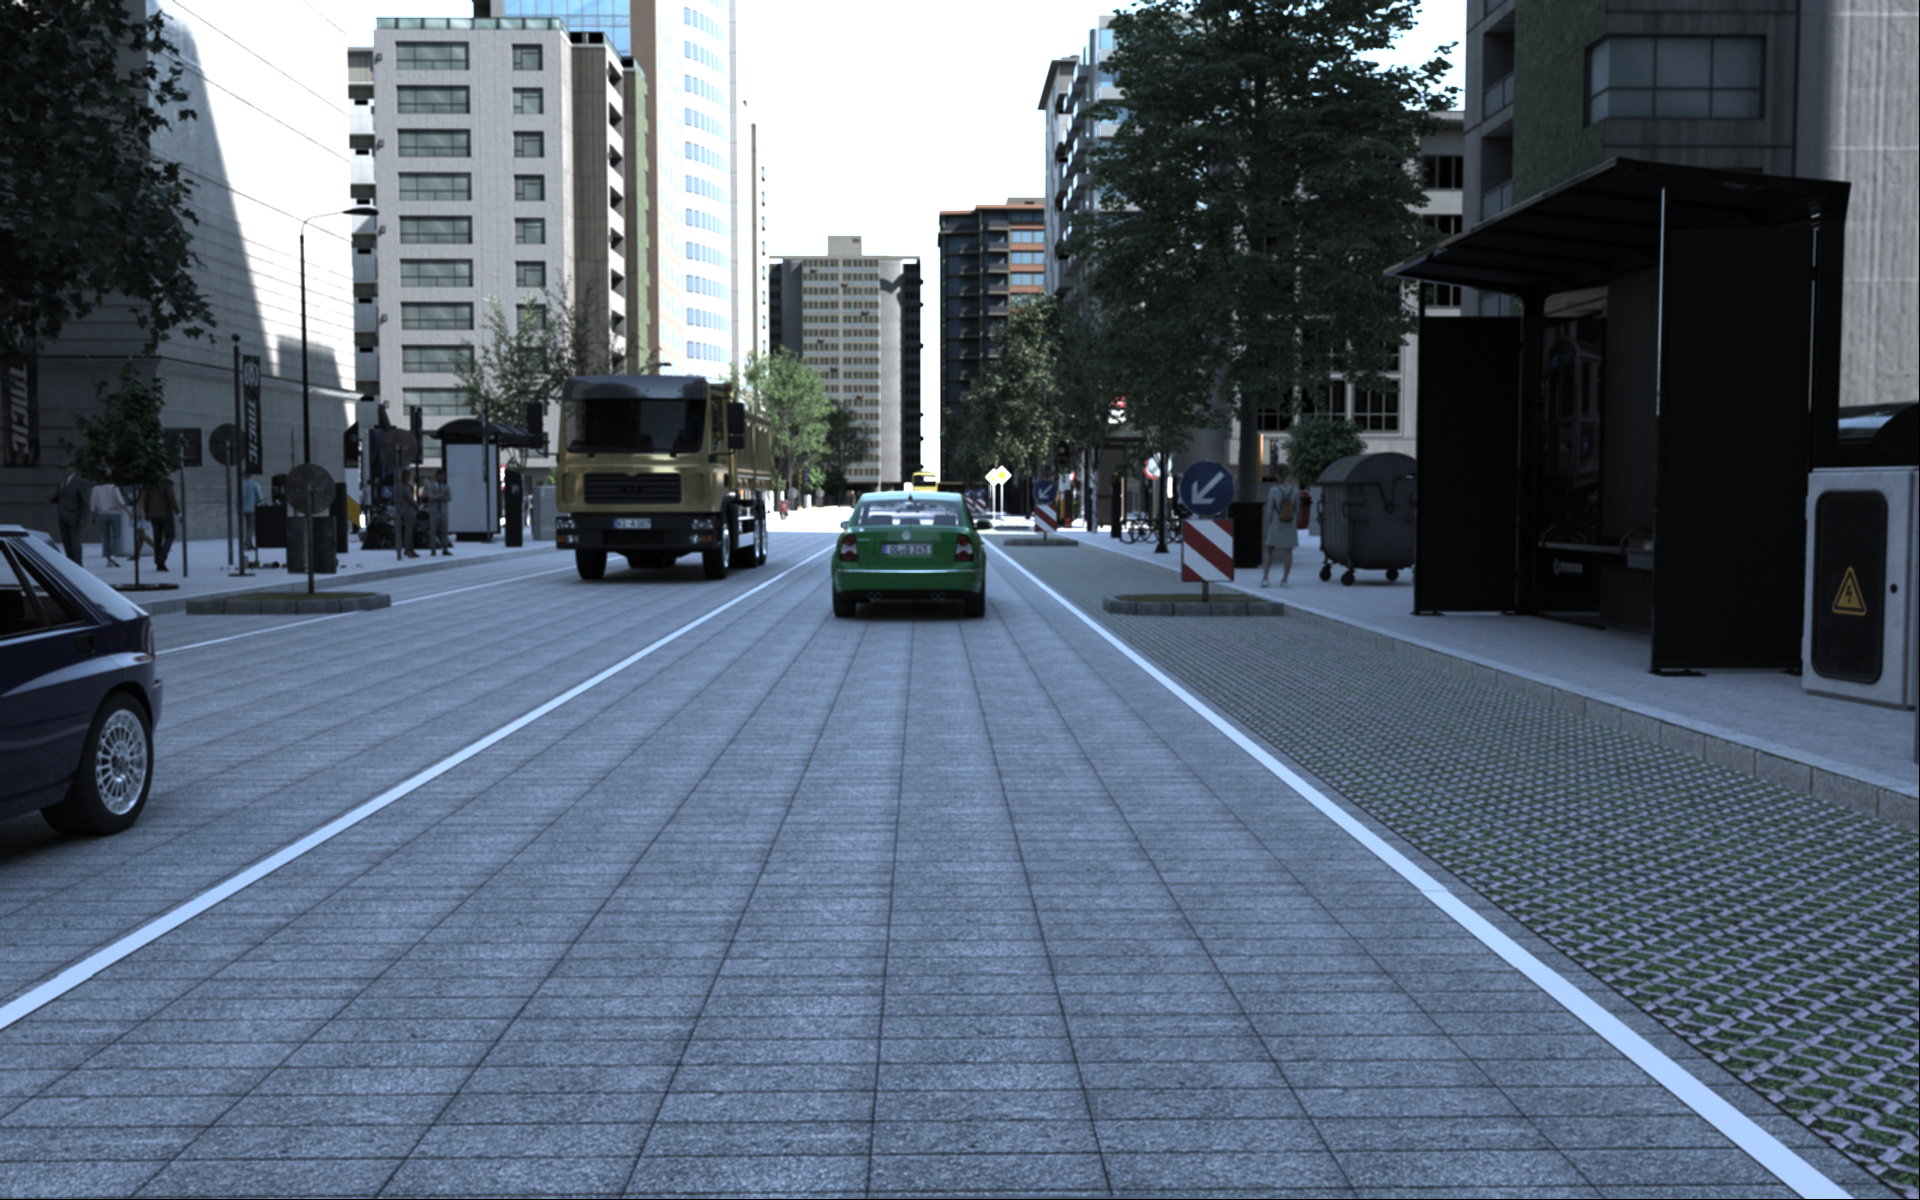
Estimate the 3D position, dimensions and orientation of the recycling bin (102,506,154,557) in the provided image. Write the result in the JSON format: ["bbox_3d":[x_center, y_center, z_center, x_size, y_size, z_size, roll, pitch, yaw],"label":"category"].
[{"bbox_3d":[-17.144,-1.414,35.668,0.722,1.027,0.722,2,4,29],"label":"recycling bin"}]

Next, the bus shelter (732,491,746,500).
[{"bbox_3d":[-12.947,-6.579,98.853,1.731,3.624,6.357,0,4,-1],"label":"bus shelter"}]

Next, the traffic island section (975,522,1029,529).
[{"bbox_3d":[1.755,-2.984,71.076,2.009,0.180,2.903,0,4,-1],"label":"traffic island section"}]

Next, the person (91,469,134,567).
[{"bbox_3d":[-14.923,-1.455,30.508,0.731,1.740,0.598,-1,4,-21],"label":"person"}]

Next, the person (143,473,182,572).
[{"bbox_3d":[-13.256,-1.398,28.813,0.656,1.842,0.836,-1,4,-16],"label":"person"}]

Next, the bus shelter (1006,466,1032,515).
[{"bbox_3d":[3.515,-7.117,107.651,1.731,3.624,6.357,0,4,-1],"label":"bus shelter"}]

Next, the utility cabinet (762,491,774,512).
[{"bbox_3d":[-13.864,-7.088,124.567,0.318,1.500,1.173,1,4,19],"label":"utility cabinet"}]

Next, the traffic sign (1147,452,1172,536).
[{"bbox_3d":[6.059,-3.214,52.652,0.768,2.556,0.104,0,4,2],"label":"traffic sign"}]

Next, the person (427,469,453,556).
[{"bbox_3d":[-10.843,-1.829,36.133,0.466,1.800,0.511,3,5,43],"label":"person"}]

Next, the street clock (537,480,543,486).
[{"bbox_3d":[-21.990,-5.266,90.664,0.358,2.002,0.471,0,4,-2],"label":"street clock"}]

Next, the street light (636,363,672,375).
[{"bbox_3d":[-10.875,-5.431,61.332,1.470,5.913,1.316,0,4,-1],"label":"street light"}]

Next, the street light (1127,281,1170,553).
[{"bbox_3d":[3.862,-3.981,37.637,1.470,5.913,1.316,0,4,-1],"label":"street light"}]

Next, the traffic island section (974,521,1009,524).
[{"bbox_3d":[1.593,-3.473,79.059,2.009,0.180,2.903,0,4,-1],"label":"traffic island section"}]

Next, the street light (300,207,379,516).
[{"bbox_3d":[-10.119,-3.405,28.209,1.470,5.913,1.316,0,4,-1],"label":"street light"}]

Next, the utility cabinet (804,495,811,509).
[{"bbox_3d":[-13.386,-8.568,151.245,0.306,1.237,1.020,-2,4,-33],"label":"utility cabinet"}]

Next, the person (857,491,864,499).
[{"bbox_3d":[-10.518,-11.000,188.493,1.348,1.807,0.705,0,4,7],"label":"person"}]

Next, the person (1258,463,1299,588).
[{"bbox_3d":[4.416,-1.022,23.751,0.512,1.701,0.522,-1,4,-12],"label":"person"}]

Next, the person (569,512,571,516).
[{"bbox_3d":[-15.476,-3.596,69.102,0.475,1.303,0.640,3,4,36],"label":"person"}]

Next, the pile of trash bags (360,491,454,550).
[{"bbox_3d":[-13.079,-1.944,41.532,1.912,1.369,3.447,0,4,-3],"label":"pile of trash bags"}]

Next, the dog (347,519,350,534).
[{"bbox_3d":[-20.037,-2.411,56.243,0.540,0.507,0.406,0,4,0],"label":"dog"}]

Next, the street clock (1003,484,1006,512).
[{"bbox_3d":[3.211,-7.164,121.699,0.358,2.002,0.471,0,4,2],"label":"street clock"}]

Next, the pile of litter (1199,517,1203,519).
[{"bbox_3d":[9.411,-3.195,66.208,1.176,0.858,1.719,-2,4,-29],"label":"pile of litter"}]

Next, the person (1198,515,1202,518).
[{"bbox_3d":[9.594,-3.816,68.457,0.620,1.820,0.660,-1,4,-11],"label":"person"}]

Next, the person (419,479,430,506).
[{"bbox_3d":[-19.250,-3.458,62.465,0.514,1.842,0.818,-2,4,-29],"label":"person"}]

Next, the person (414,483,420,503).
[{"bbox_3d":[-26.857,-4.867,85.531,0.656,1.842,0.836,-1,4,-20],"label":"person"}]

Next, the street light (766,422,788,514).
[{"bbox_3d":[-11.846,-8.534,112.071,1.470,5.913,1.316,0,4,-1],"label":"street light"}]

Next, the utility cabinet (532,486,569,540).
[{"bbox_3d":[-11.383,-2.420,48.252,0.318,1.500,1.173,2,4,28],"label":"utility cabinet"}]

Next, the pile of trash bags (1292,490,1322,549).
[{"bbox_3d":[8.822,-1.829,39.652,1.912,1.369,3.447,-3,4,-38],"label":"pile of trash bags"}]

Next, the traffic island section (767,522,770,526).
[{"bbox_3d":[-9.747,-3.459,78.834,2.009,0.180,2.903,0,4,-1],"label":"traffic island section"}]

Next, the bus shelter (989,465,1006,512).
[{"bbox_3d":[3.065,-9.177,127.675,2.179,5.291,8.768,0,4,-1],"label":"bus shelter"}]

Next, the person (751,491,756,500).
[{"bbox_3d":[-17.191,-8.358,142.801,0.694,1.812,0.767,-1,4,-8],"label":"person"}]

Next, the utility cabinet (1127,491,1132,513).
[{"bbox_3d":[11.177,-6.636,117.169,0.318,1.500,1.173,3,5,44],"label":"utility cabinet"}]

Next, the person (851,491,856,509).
[{"bbox_3d":[-10.265,-9.628,166.462,0.434,1.755,0.990,-2,4,-26],"label":"person"}]

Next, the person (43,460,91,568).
[{"bbox_3d":[-13.728,-1.248,26.629,0.661,1.801,0.590,1,4,17],"label":"person"}]

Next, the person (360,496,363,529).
[{"bbox_3d":[-21.869,-3.457,62.905,0.374,1.781,0.599,-2,4,-26],"label":"person"}]

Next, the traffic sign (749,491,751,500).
[{"bbox_3d":[-13.805,-6.959,113.877,0.768,2.556,0.104,0,4,-1],"label":"traffic sign"}]

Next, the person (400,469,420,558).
[{"bbox_3d":[-11.054,-1.751,34.953,0.520,1.790,0.573,3,5,39],"label":"person"}]

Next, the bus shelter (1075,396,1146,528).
[{"bbox_3d":[5.711,-5.512,67.754,2.179,5.291,8.768,0,4,-1],"label":"bus shelter"}]

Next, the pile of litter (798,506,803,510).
[{"bbox_3d":[-13.405,-7.819,141.811,1.176,0.858,1.719,1,4,14],"label":"pile of litter"}]

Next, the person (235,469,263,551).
[{"bbox_3d":[-16.126,-2.035,39.178,0.638,1.841,0.748,1,4,14],"label":"person"}]

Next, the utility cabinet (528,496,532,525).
[{"bbox_3d":[-17.316,-3.674,71.232,0.306,1.237,1.020,2,4,26],"label":"utility cabinet"}]

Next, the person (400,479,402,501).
[{"bbox_3d":[-19.163,-3.264,59.499,0.616,1.811,0.778,2,4,28],"label":"person"}]

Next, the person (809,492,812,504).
[{"bbox_3d":[-20.218,-13.756,234.334,0.530,1.710,0.541,-1,4,-19],"label":"person"}]

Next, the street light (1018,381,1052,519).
[{"bbox_3d":[3.199,-6.021,70.978,1.470,5.913,1.316,0,4,-1],"label":"street light"}]

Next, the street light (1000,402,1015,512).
[{"bbox_3d":[2.895,-7.040,87.647,1.470,5.913,1.316,0,4,-1],"label":"street light"}]

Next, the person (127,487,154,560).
[{"bbox_3d":[-15.683,-1.664,33.342,0.778,1.811,0.616,0,4,7],"label":"person"}]

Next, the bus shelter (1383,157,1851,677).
[{"bbox_3d":[5.368,-1.465,15.236,1.731,3.624,6.357,0,4,-1],"label":"bus shelter"}]

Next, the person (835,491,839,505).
[{"bbox_3d":[-14.486,-12.117,204.602,0.683,1.767,0.568,3,5,43],"label":"person"}]

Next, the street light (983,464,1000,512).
[{"bbox_3d":[2.166,-9.065,120.760,1.470,5.913,1.316,0,4,-1],"label":"street light"}]

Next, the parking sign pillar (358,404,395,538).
[{"bbox_3d":[-17.136,-3.847,51.364,1.447,3.967,1.447,-2,4,-30],"label":"parking sign pillar"}]

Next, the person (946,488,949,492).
[{"bbox_3d":[-0.800,-6.375,112.757,0.581,1.822,0.654,0,4,-8],"label":"person"}]

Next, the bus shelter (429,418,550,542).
[{"bbox_3d":[-13.237,-3.378,49.159,2.014,3.302,5.546,0,4,-1],"label":"bus shelter"}]

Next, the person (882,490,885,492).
[{"bbox_3d":[-7.879,-10.420,178.966,0.705,1.812,1.348,0,4,5],"label":"person"}]

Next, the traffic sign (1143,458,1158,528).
[{"bbox_3d":[6.650,-3.627,59.401,0.768,2.556,0.104,0,4,1],"label":"traffic sign"}]

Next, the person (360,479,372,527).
[{"bbox_3d":[-22.109,-3.609,64.898,0.661,1.843,0.795,-2,4,-28],"label":"person"}]

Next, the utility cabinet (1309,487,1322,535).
[{"bbox_3d":[11.281,-2.707,52.946,1.173,1.500,0.318,1,4,16],"label":"utility cabinet"}]

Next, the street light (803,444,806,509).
[{"bbox_3d":[-12.551,-10.553,145.074,1.470,5.913,1.316,0,4,-1],"label":"street light"}]

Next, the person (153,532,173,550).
[{"bbox_3d":[-18.192,-1.922,39.278,0.589,1.601,0.330,-2,4,-29],"label":"person"}]

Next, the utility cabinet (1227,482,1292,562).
[{"bbox_3d":[5.603,-1.454,32.448,1.173,1.500,0.318,0,4,-6],"label":"utility cabinet"}]
